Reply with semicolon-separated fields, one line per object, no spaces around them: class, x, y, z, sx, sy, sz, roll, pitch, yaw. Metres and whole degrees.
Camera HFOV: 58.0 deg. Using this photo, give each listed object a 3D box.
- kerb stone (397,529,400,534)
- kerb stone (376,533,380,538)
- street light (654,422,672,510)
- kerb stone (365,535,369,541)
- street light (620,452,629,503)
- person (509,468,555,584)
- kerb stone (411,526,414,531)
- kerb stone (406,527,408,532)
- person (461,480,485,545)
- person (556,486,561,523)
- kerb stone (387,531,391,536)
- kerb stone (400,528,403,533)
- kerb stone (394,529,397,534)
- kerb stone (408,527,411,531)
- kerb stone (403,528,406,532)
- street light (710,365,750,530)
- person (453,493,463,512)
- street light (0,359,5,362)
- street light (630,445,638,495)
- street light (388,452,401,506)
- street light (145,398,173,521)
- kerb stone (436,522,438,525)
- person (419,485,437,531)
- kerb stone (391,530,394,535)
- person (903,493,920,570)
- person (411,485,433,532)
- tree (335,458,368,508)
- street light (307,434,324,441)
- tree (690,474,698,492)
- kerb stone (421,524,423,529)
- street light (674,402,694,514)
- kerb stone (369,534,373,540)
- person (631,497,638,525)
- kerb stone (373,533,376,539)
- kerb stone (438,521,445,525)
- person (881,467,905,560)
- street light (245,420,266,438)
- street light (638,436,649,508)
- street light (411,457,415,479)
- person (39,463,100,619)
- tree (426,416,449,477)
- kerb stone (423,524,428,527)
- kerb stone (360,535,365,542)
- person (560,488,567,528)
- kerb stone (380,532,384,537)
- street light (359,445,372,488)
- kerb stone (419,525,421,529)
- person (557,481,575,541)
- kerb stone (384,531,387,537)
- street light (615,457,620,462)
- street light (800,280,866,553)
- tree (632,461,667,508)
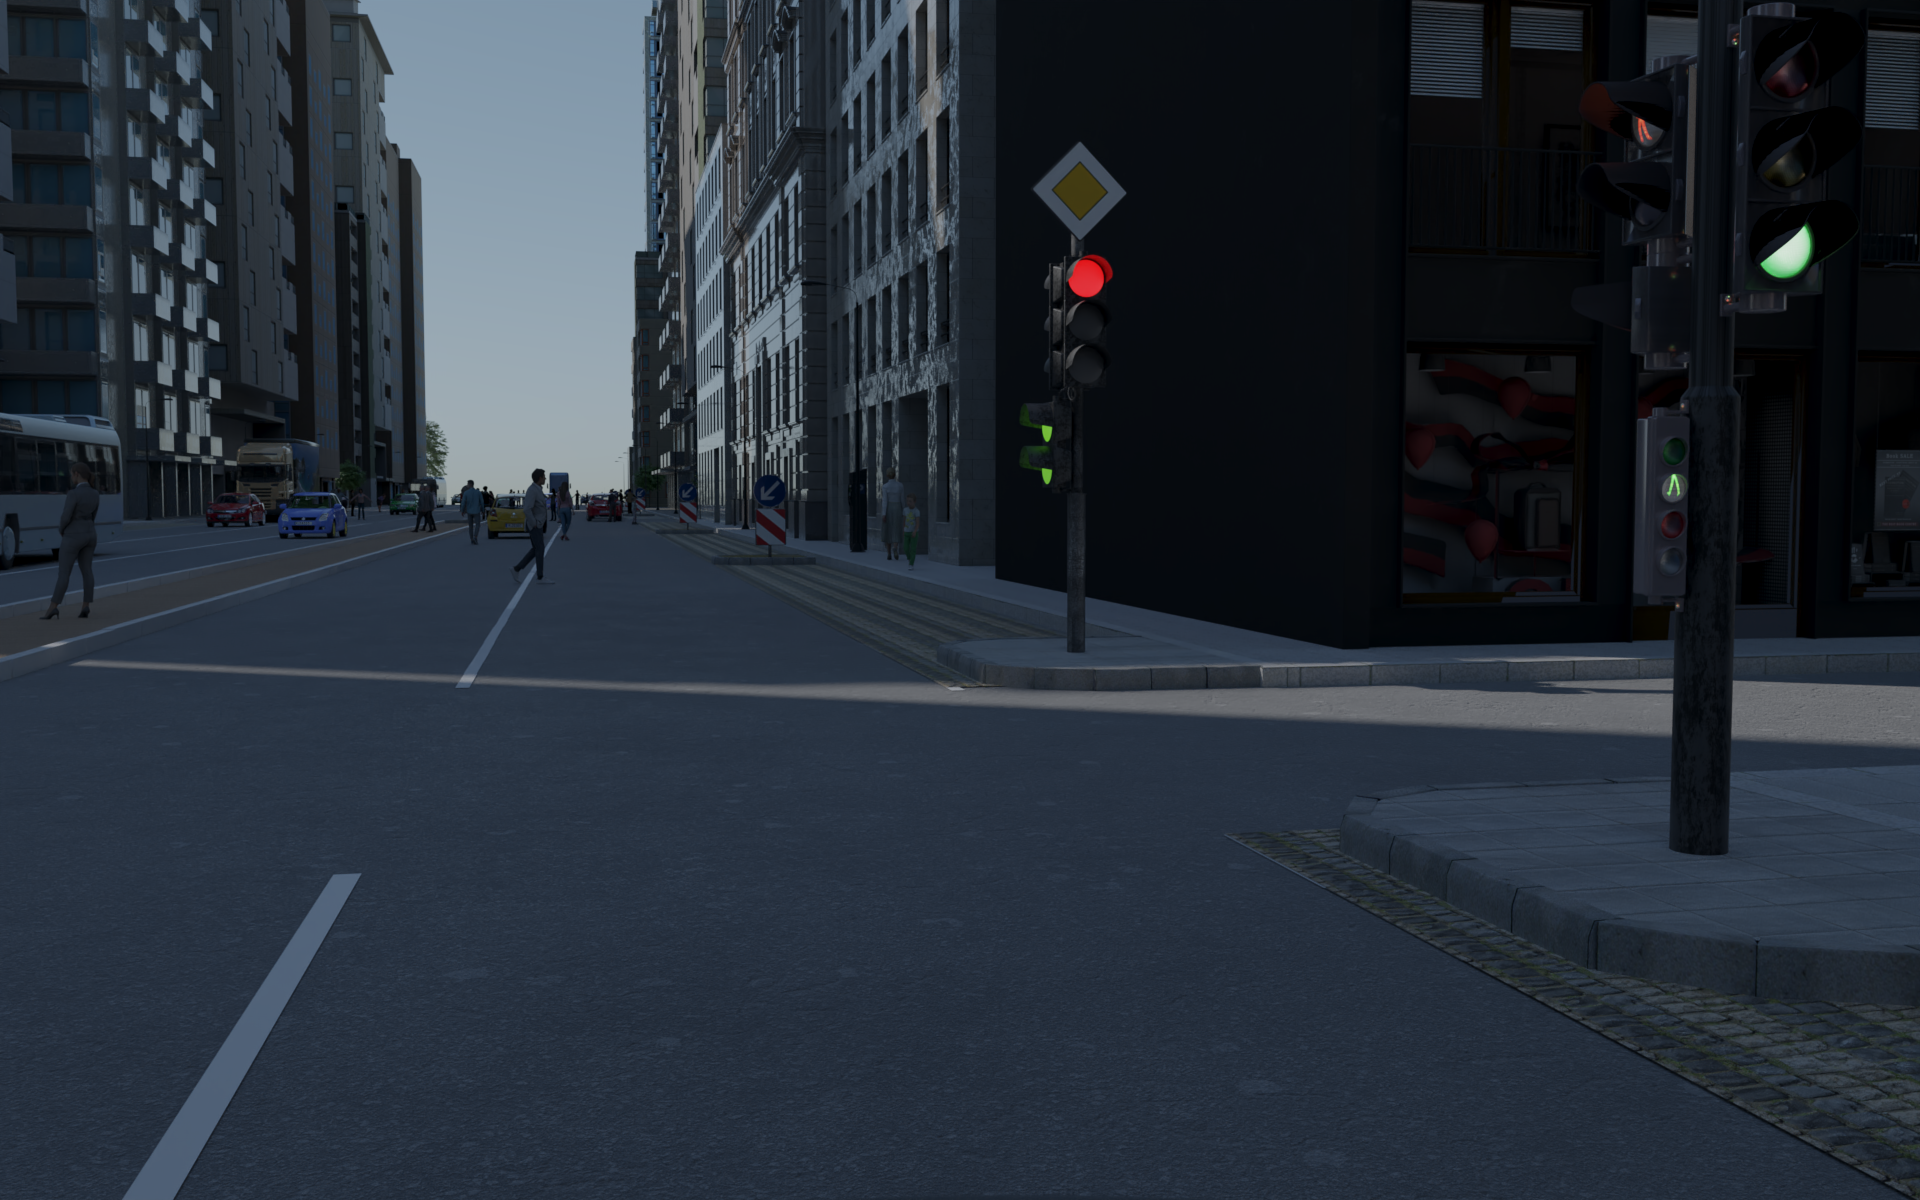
kerb stone;-20.131;-2.409;61.625;0.120;0.150;1.000;-1;4;-12
kerb stone;-18.815;-2.045;55.624;0.120;0.150;1.000;-1;4;-12
street light;-18.931;-8.524;111.913;1.470;5.913;1.316;-1;4;-12
kerb stone;-18.159;-1.861;52.623;0.120;0.150;1.000;-1;4;-12
street light;-36.861;-13.501;193.277;1.470;5.913;1.316;-1;4;-12
person;-6.842;-1.179;27.622;0.795;1.843;0.661;0;4;1
kerb stone;-21.226;-2.714;66.632;0.120;0.150;1.000;-1;4;-12
kerb stone;-20.789;-2.595;64.628;0.120;0.150;1.000;-1;4;-12
person;-13.870;-2.498;49.210;0.638;1.841;0.748;0;4;-3
person;-19.878;-4.742;86.046;0.388;1.821;0.555;-1;4;-23
kerb stone;-19.477;-2.225;58.618;0.120;0.150;1.000;-1;4;-12
kerb stone;-20.349;-2.473;62.632;0.120;0.150;1.000;-1;4;-12
kerb stone;-19.914;-2.344;60.625;0.120;0.150;1.000;-1;4;-12
kerb stone;-21.009;-2.656;65.626;0.120;0.150;1.000;-1;4;-12
kerb stone;-20.565;-2.534;63.631;0.120;0.150;1.000;-1;4;-12
street light;-8.305;-5.503;62.515;1.470;5.913;1.316;-1;4;-12
person;-39.880;-7.966;138.686;1.348;1.831;0.705;0;4;6
street light;-33.412;-5.311;59.374;1.470;5.913;1.316;-1;4;-12
street light;-30.034;-11.617;162.475;1.470;5.913;1.316;-1;4;-12
street light;-61.967;-13.285;189.751;1.470;5.913;1.316;-1;4;-12
street light;-38.745;-6.804;83.785;1.470;5.913;1.316;-1;4;-12
kerb stone;-23.637;-3.392;77.661;0.120;0.150;1.000;-1;4;-12
person;-20.589;-3.544;66.842;0.661;1.777;0.834;3;5;43
kerb stone;-19.692;-2.289;59.621;0.120;0.150;1.000;-1;4;-12
person;-0.823;-1.165;29.342;0.306;1.304;0.590;0;4;5
person;-19.952;-3.380;64.165;0.834;1.777;0.661;0;4;-4
tree;-55.840;-10.658;157.978;4.285;4.588;4.351;0;3;0
street light;-49.566;-9.827;133.216;1.470;5.913;1.316;-1;4;-12
tree;-13.279;-5.868;90.549;1.663;3.219;1.824;0;3;0
kerb stone;-22.108;-2.962;70.631;0.120;0.150;1.000;-1;4;-12
street light;-13.584;-7.038;87.614;1.470;5.913;1.316;-1;4;-12
kerb stone;-18.383;-1.922;53.621;0.120;0.150;1.000;-1;4;-12
person;-15.270;-4.193;81.338;0.394;1.301;0.425;-1;4;-21
kerb stone;-18.610;-1.983;54.623;0.120;0.150;1.000;-1;4;-12
kerb stone;-24.518;-3.637;81.663;0.120;0.150;1.000;-1;4;-12
person;-1.294;-1.667;33.530;0.478;1.798;0.641;0;4;-4
street light;-44.116;-8.313;108.458;1.470;5.913;1.316;-1;4;-12
street light;-24.572;-10.092;137.551;1.470;5.913;1.316;-1;4;-12
street light;-67.374;-14.794;214.416;1.470;5.913;1.316;-1;4;-12
person;-10.199;-0.677;19.841;0.573;1.790;0.520;0;4;-4
tree;-73.985;-19.583;238.310;7.486;12.596;7.792;0;3;0
kerb stone;-22.542;-3.085;72.629;0.120;0.150;1.000;-1;4;-12
kerb stone;-17.942;-1.800;51.625;0.120;0.150;1.000;-1;4;-12
person;-16.892;-3.978;73.969;0.534;1.772;0.576;2;4;31
kerb stone;-19.031;-2.103;56.624;0.120;0.150;1.000;-1;4;-12
street light;-56.676;-11.775;165.061;1.470;5.913;1.316;-1;4;-12
kerb stone;-21.887;-2.901;69.633;0.120;0.150;1.000;-1;4;-12
person;-12.162;-2.750;53.468;0.555;1.821;0.388;0;4;0
kerb stone;-19.251;-2.167;57.622;0.120;0.150;1.000;-1;4;-12
street light;-42.279;-15.009;217.940;1.470;5.913;1.316;-1;4;-12
street light;-2.776;-3.996;37.877;1.470;5.913;1.316;-1;4;-12
tree;-30.331;-11.346;169.217;4.285;4.588;4.351;0;3;0
